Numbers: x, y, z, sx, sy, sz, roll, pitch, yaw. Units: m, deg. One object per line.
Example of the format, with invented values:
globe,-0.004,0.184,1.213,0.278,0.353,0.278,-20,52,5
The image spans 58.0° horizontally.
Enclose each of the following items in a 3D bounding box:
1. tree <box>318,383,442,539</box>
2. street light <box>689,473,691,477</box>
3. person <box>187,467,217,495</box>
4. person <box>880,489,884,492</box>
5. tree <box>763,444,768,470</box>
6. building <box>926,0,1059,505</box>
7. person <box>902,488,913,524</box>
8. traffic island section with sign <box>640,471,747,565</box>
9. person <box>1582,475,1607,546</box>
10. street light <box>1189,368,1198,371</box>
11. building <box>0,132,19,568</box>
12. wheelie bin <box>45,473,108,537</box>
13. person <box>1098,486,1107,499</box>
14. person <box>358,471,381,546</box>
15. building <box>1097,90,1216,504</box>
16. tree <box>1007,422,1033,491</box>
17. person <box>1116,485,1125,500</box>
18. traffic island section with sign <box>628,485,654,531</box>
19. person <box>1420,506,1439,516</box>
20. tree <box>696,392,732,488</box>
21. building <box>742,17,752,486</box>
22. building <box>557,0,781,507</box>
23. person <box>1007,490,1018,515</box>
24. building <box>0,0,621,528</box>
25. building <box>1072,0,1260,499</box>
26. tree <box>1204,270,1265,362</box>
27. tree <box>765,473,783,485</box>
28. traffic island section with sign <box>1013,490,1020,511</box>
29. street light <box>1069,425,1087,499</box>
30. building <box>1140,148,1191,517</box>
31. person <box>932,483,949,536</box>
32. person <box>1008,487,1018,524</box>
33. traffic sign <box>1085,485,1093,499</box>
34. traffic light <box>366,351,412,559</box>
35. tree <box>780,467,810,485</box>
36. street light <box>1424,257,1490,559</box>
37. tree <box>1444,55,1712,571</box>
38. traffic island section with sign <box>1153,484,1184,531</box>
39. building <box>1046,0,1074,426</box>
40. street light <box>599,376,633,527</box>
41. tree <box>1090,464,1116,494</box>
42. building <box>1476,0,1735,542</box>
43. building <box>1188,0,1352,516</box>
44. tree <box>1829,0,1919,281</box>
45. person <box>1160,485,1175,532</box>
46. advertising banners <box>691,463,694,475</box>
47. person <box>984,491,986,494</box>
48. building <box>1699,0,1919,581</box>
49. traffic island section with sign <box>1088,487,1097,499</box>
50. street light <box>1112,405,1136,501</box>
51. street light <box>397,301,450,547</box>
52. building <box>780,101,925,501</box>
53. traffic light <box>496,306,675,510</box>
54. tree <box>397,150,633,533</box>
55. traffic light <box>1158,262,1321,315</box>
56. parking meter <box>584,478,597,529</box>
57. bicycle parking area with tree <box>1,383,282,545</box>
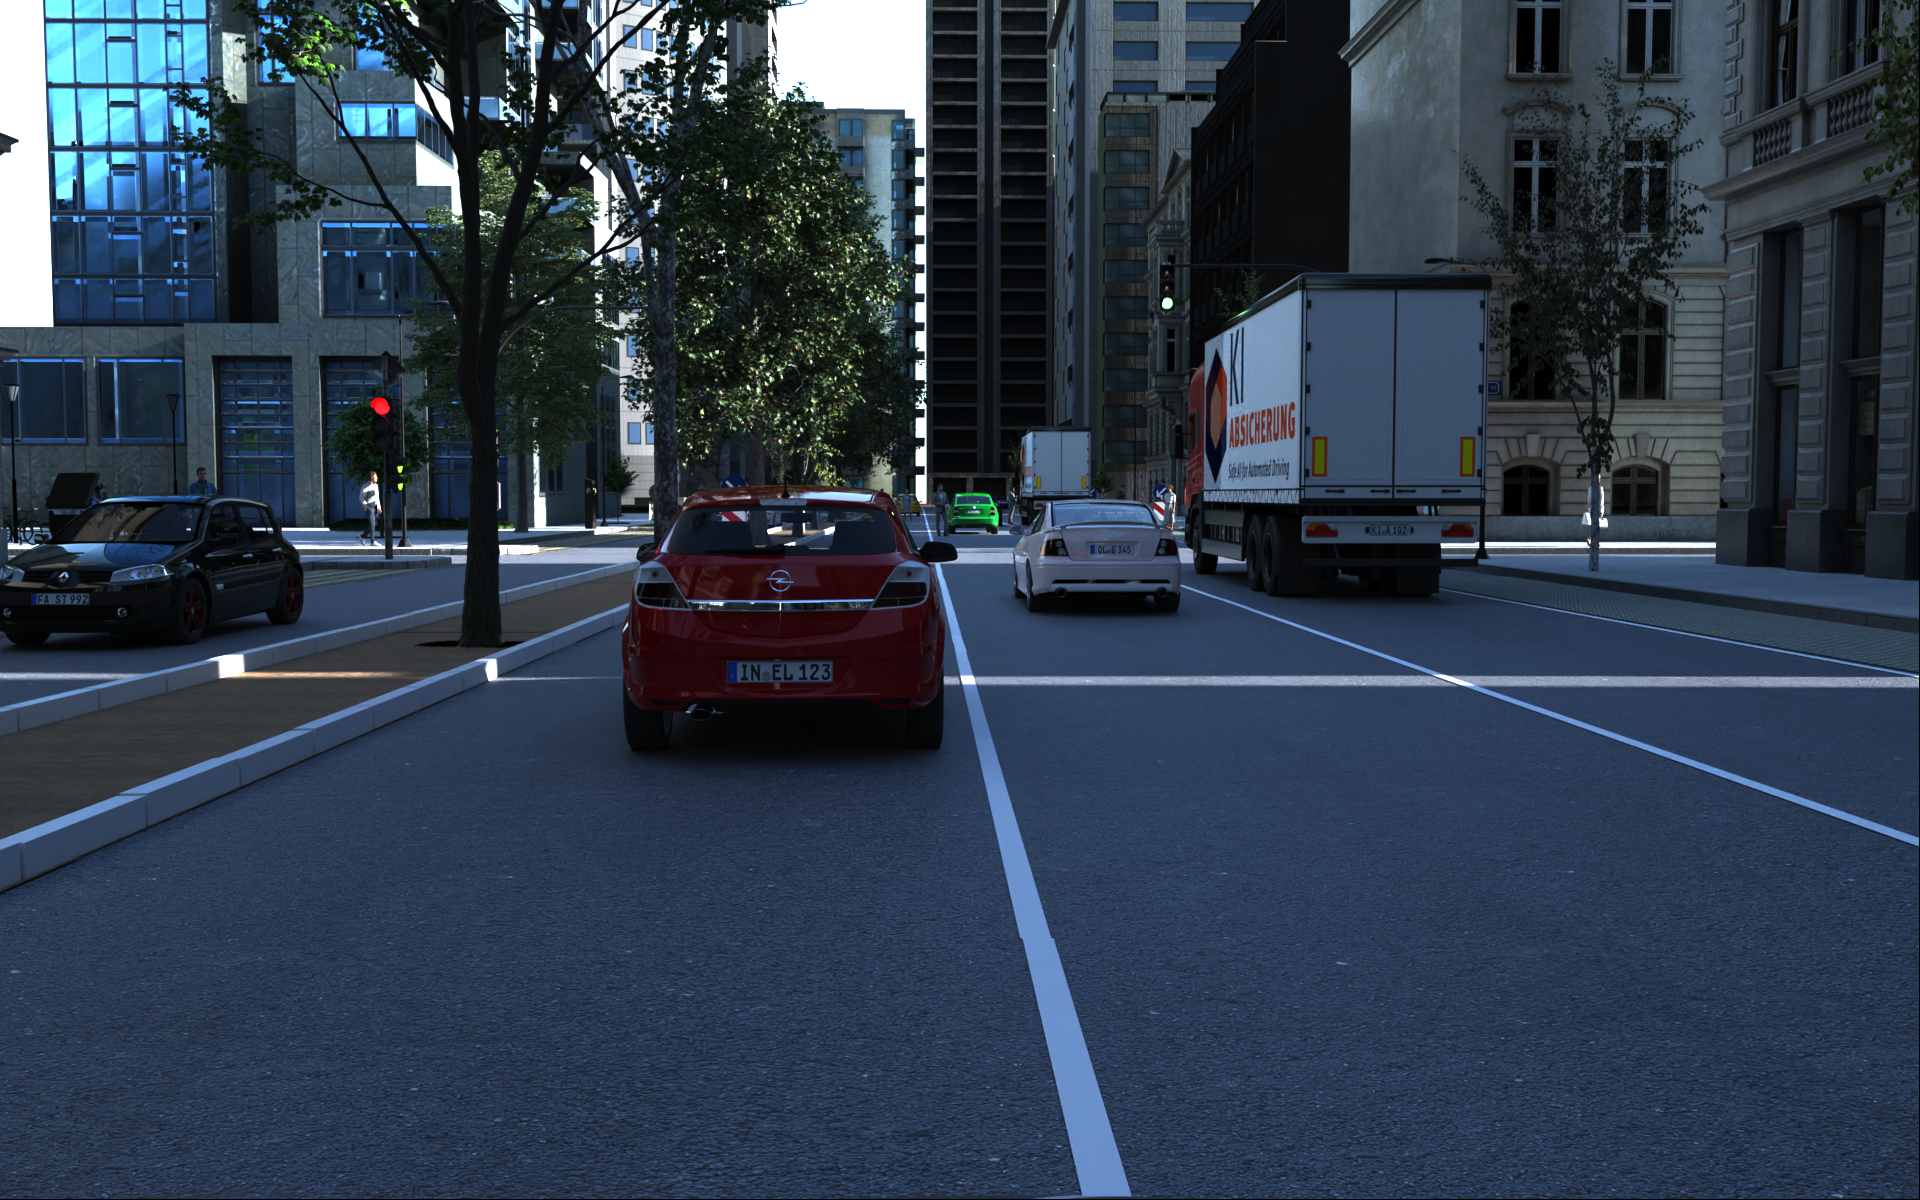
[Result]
tree,-16.980,-4.085,50.498,4.285,4.588,4.351,0,3,0
street light,-14.108,-7.426,93.954,1.470,5.913,1.316,0,4,-1
person,-14.151,-1.588,32.354,0.601,1.785,0.444,-2,4,-27
person,-6.291,-8.100,140.558,0.705,1.869,1.348,0,4,8
tree,-17.466,-13.183,165.912,4.360,8.622,3.978,0,3,0
building,6.121,-47.306,211.704,20.611,71.187,20.563,0,4,-1
person,-2.521,-4.434,81.993,0.512,1.701,0.522,-1,4,-23
traffic island section with sign,-5.219,-1.610,34.453,2.006,1.907,1.989,0,4,-1
person,15.466,-2.194,42.266,0.624,1.780,0.694,-1,4,-11
street light,9.155,-5.596,64.044,1.470,5.913,1.316,0,4,-1
building,-33.383,-12.526,23.885,34.723,24.649,14.460,0,4,-1
wheelie bin,-12.965,-1.074,25.469,0.980,1.594,0.693,0,4,5
person,6.026,-3.886,72.623,0.643,1.750,0.593,-1,4,-14
person,-14.618,-2.257,42.791,0.795,1.843,0.661,1,4,18
building,16.966,-21.797,128.080,14.160,30.474,14.107,0,4,-1
tree,6.960,-13.787,175.778,4.737,8.622,4.395,0,3,0
person,9.779,-6.039,104.744,0.822,1.834,0.622,1,4,14
traffic island section with sign,-11.700,-3.564,66.894,1.989,1.847,2.006,0,4,-1
person,12.430,-2.320,45.783,0.330,1.601,0.589,-3,4,-36
tree,-15.095,-9.273,101.981,4.360,8.622,3.978,0,3,0
building,-25.885,-30.664,151.467,14.600,45.320,14.200,0,4,-1
building,-33.089,-38.956,178.931,28.212,58.520,21.231,0,4,-1
person,3.557,-6.614,117.316,0.731,1.740,0.598,0,4,-5
building,-27.718,-46.839,78.484,22.319,86.520,31.000,0,4,-1
building,20.229,-37.090,148.427,21.231,58.520,28.212,0,4,-1
tree,9.981,-6.489,56.453,4.737,8.622,4.395,0,3,0
tree,-16.772,-9.950,157.278,1.663,3.219,1.824,0,3,0
traffic island section with sign,5.168,-9.943,171.191,1.989,1.847,2.006,0,4,-1
street light,7.981,-8.821,116.761,1.470,5.913,1.316,0,4,-1
building,18.197,-17.215,100.543,14.460,24.649,34.723,0,4,-1
person,-0.624,-3.079,59.035,0.606,1.804,0.583,-2,4,-31
person,2.554,-4.595,83.815,0.466,1.800,0.511,1,4,10
traffic sign,8.382,-7.049,115.253,0.884,2.594,0.081,0,4,8
traffic light,-11.212,-2.754,33.944,0.839,4.253,0.868,0,4,-1
tree,-17.009,-11.975,179.510,4.285,4.588,4.351,0,3,0
street light,9.802,-3.768,34.141,1.470,5.913,1.316,0,4,-1
tree,10.327,-4.785,28.595,4.360,8.622,3.978,0,3,0
traffic island section with sign,7.613,-3.592,67.359,1.989,1.847,2.006,0,4,-1
building,24.013,-35.918,176.501,28.713,52.752,27.495,0,4,-1
street light,-13.437,-5.831,67.870,1.470,5.913,1.316,0,4,-1
tree,8.730,-6.912,107.609,1.663,3.219,1.824,0,3,0
building,29.984,-14.209,51.407,34.723,24.649,14.460,0,4,-1
building,17.263,-14.977,74.557,12.332,23.373,15.834,0,4,-1
tree,11.068,-4.136,17.978,4.737,8.622,4.395,0,3,0
person,7.507,-3.270,62.540,0.480,1.755,0.524,2,4,27
advertising banners,-14.683,-6.216,97.824,0.090,3.025,2.074,2,4,29
person,2.657,-10.521,181.338,1.217,1.723,0.721,-1,4,-17
building,18.848,-11.807,21.923,11.050,23.489,19.941,0,4,-1
traffic island section with sign,6.968,-5.266,94.722,1.989,1.847,2.006,0,4,-1
street light,8.574,-7.192,90.130,1.470,5.913,1.316,0,4,-1
street light,-12.913,-4.235,41.782,1.470,5.913,1.316,0,4,-1
building,-19.575,-36.356,214.021,30.456,49.044,23.786,0,4,-1
traffic light,-9.311,-4.119,42.011,4.771,5.953,1.251,0,4,-1
tree,-14.821,-8.550,57.921,7.486,12.596,7.792,0,3,0
traffic light,6.255,-3.643,34.229,4.771,5.953,1.251,0,4,-1
parking meter,-13.618,-3.557,63.875,0.399,1.863,0.255,1,4,21
bicycle parking area with tree,-23.655,-3.693,47.377,9.016,4.147,8.231,3,4,36
